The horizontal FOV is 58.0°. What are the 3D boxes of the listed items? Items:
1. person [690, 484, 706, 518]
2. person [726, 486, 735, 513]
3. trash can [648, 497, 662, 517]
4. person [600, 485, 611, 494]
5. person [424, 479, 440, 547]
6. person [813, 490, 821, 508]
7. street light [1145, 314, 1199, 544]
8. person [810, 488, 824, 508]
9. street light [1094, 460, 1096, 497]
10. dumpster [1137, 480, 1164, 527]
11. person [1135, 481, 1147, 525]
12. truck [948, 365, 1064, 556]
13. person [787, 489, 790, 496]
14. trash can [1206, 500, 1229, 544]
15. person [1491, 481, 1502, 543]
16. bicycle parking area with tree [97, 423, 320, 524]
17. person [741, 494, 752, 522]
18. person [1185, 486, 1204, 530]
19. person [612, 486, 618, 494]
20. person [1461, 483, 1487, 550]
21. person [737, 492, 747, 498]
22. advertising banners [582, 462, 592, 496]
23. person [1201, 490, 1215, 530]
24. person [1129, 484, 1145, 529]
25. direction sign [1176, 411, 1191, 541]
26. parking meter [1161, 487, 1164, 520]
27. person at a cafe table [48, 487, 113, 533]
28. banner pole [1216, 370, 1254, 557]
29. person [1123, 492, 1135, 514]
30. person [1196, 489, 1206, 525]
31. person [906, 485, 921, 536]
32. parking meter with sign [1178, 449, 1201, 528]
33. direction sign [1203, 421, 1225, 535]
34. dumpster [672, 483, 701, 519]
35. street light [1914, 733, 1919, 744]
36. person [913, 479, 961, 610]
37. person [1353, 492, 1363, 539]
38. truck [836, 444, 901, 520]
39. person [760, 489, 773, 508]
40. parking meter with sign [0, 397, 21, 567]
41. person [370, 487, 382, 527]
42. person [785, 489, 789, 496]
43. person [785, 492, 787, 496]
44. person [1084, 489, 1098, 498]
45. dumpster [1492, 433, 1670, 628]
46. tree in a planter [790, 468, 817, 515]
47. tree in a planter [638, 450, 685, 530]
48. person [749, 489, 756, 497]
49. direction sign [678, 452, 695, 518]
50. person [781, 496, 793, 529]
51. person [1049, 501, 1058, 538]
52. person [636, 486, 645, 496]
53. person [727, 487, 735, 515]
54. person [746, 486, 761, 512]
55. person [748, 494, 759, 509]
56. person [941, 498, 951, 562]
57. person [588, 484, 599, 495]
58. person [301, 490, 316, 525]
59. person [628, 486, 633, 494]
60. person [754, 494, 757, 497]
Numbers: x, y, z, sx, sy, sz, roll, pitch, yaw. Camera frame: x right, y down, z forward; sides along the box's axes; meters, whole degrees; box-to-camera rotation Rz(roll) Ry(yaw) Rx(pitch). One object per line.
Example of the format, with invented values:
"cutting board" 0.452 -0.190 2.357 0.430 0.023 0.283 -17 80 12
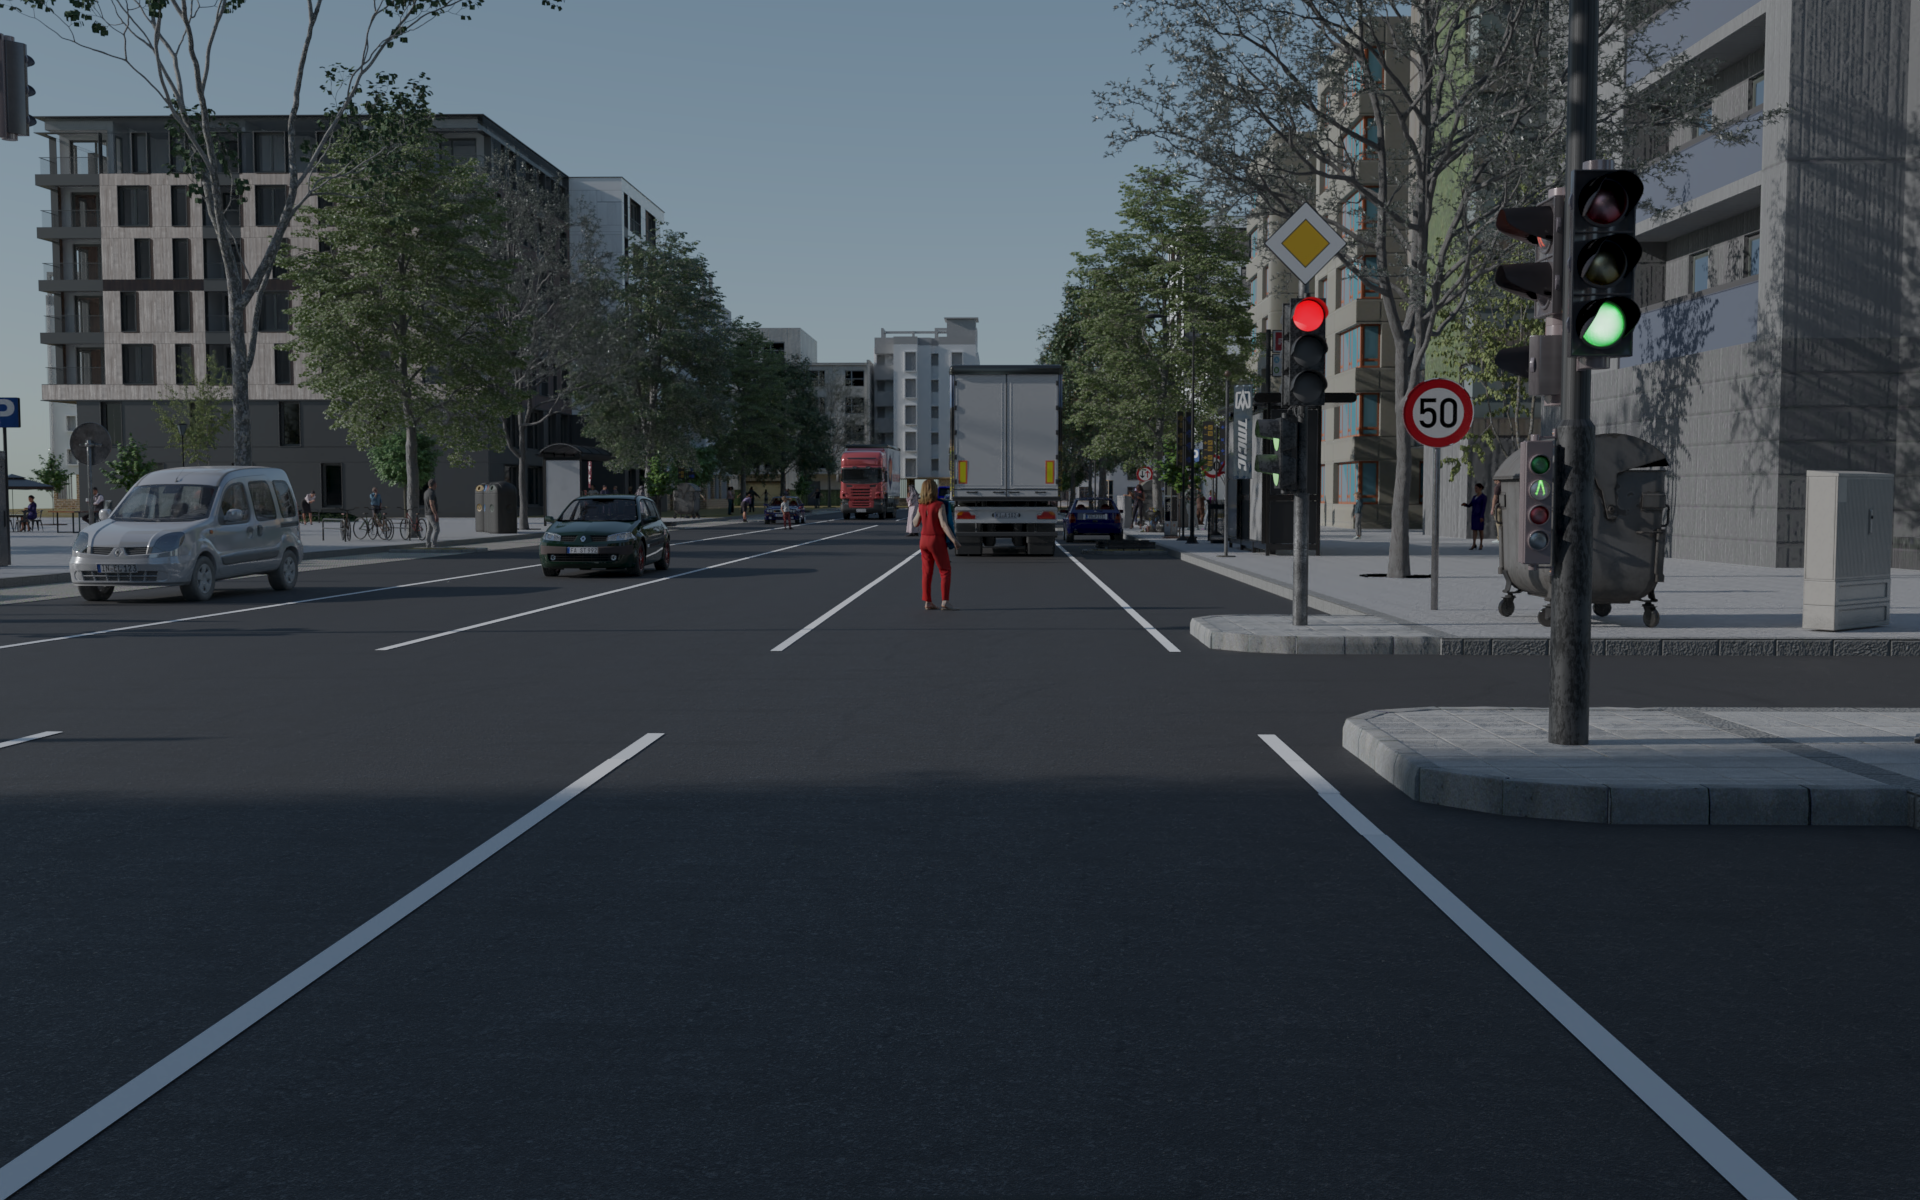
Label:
"person" -14.455 -5.392 94.218 1.348 1.823 0.705 1 4 11
"person" -15.736 -6.923 119.246 0.705 1.823 1.348 1 4 16
"trash can" -14.194 -4.210 80.485 0.748 1.137 0.748 0 3 0
"person" -19.206 -5.372 94.324 0.683 1.767 0.568 -3 5 -41
"person" -13.462 -2.180 44.274 0.434 1.807 0.598 -2 4 -23
"person" -13.041 -9.326 159.050 0.750 1.759 0.617 -3 4 -37
"street light" 5.471 -4.414 44.713 1.470 5.913 1.316 0 4 1
"person" -12.865 -9.183 156.193 1.348 1.822 0.705 1 4 23
"street light" 6.634 -7.301 91.910 1.470 5.913 1.316 0 4 1
"dumpster" 7.694 -3.855 68.789 1.264 1.857 1.865 0 4 1
"person" 7.546 -4.020 71.632 0.599 1.838 0.709 3 5 40
"truck" 1.057 -3.318 43.164 2.839 4.237 11.283 0 4 1
"person" -16.474 -9.774 165.949 0.705 1.812 1.348 -1 4 -13
"trash can" 6.745 -2.042 45.040 0.748 1.137 0.748 0 3 0
"person" 14.236 -2.418 45.712 0.598 1.807 0.434 -2 4 -24
"bicycle parking area with tree" -31.666 -5.269 73.155 9.016 4.147 8.231 1 4 16
"person" -10.857 -4.673 88.138 0.421 1.427 0.697 3 5 39
"person" 8.338 -3.388 62.162 0.841 1.734 0.376 -2 4 -24
"person" -20.594 -5.906 103.164 0.434 1.755 0.990 1 4 15
"person" 11.788 -1.910 39.636 0.453 1.535 0.546 3 5 41
"person" -21.095 -9.979 169.216 1.348 1.822 0.705 0 4 5
"advertising banners" -16.333 -4.855 75.572 0.090 3.025 2.074 -2 4 -25
"person" 8.451 -3.044 59.050 0.726 1.435 0.776 -3 5 -42
"person" 6.502 -3.435 63.681 0.593 1.643 0.415 -1 4 -13
"direction sign" 6.153 -3.404 47.651 0.379 3.537 0.876 2 4 32
"parking meter" 7.302 -3.273 61.922 0.372 1.533 0.369 0 3 0
"person at a cafe table" -28.997 -2.991 57.426 1.698 1.524 1.622 3 4 36
"banner pole" 5.579 -2.751 35.002 0.401 3.779 0.863 -3 5 -44
"person" 6.439 -3.447 66.308 0.435 1.345 0.340 -1 4 -23
"person" 9.963 -3.886 71.844 0.388 1.546 0.482 -2 4 -31
"person" -1.613 -3.026 58.638 0.621 1.740 0.551 -2 4 -24
"parking meter with sign" 8.399 -4.300 66.571 1.738 3.016 0.543 -2 4 -32
"direction sign" 7.980 -3.785 53.876 0.876 3.537 0.379 1 4 19
"dumpster" -14.264 -5.174 90.356 1.264 1.857 1.865 0 4 1
"street light" 4.558 -2.217 8.791 1.470 5.913 1.316 0 4 1
"person" -0.289 -0.689 21.476 0.444 1.614 0.593 -2 4 -27
"person" 11.336 -2.414 49.424 0.340 1.345 0.435 0 4 -4
"truck" -5.152 -6.795 100.017 2.839 4.237 11.283 0 4 3
"person" -18.002 -9.434 161.003 1.217 1.735 0.721 1 4 14
"parking meter with sign" -17.168 -2.090 30.427 0.543 3.016 1.738 0 4 -3
"person" -22.625 -3.606 67.205 0.499 1.552 0.429 -1 4 -21
"person" -15.957 -9.349 159.450 0.434 1.755 0.990 3 4 38
"person" -14.992 -8.638 148.198 0.530 1.710 0.541 0 4 6
"person" 11.165 -8.637 147.248 1.348 1.826 0.705 -1 4 -20
"dumpster" 6.202 -0.708 17.337 1.264 1.857 1.865 0 4 2
"tree in a planter" -10.957 -7.499 119.829 1.991 3.239 1.994 0 4 1
"tree in a planter" -12.189 -4.437 69.760 1.991 3.239 1.994 0 4 1
"person" -19.725 -9.575 163.307 1.217 1.735 0.721 2 4 29
"direction sign" -14.487 -6.099 91.714 0.876 3.537 0.379 -1 4 -9
"person" -6.988 -3.528 70.096 0.435 1.345 0.340 -3 4 -37
"person" 2.966 -2.914 56.957 0.655 1.722 0.431 3 4 38
"person" -12.214 -3.497 66.340 0.551 1.740 0.621 2 4 32
"person" -13.934 -6.033 105.385 0.721 1.736 1.217 -1 4 -23
"person" -14.694 -7.097 122.094 1.348 1.821 0.705 -1 4 -21
"person" -18.391 -8.989 153.726 1.217 1.735 0.721 1 4 17
"person" -0.343 -1.448 36.083 0.340 1.345 0.435 0 4 -1
"person" -20.250 -5.471 95.495 1.348 1.824 0.705 1 4 11
"person" -26.921 -3.818 71.663 0.799 1.438 0.628 0 4 6
"person" -20.560 -6.169 107.433 0.721 1.766 1.217 -1 4 -15
"person" -20.110 -9.839 166.539 1.348 1.869 0.705 -2 4 -25
